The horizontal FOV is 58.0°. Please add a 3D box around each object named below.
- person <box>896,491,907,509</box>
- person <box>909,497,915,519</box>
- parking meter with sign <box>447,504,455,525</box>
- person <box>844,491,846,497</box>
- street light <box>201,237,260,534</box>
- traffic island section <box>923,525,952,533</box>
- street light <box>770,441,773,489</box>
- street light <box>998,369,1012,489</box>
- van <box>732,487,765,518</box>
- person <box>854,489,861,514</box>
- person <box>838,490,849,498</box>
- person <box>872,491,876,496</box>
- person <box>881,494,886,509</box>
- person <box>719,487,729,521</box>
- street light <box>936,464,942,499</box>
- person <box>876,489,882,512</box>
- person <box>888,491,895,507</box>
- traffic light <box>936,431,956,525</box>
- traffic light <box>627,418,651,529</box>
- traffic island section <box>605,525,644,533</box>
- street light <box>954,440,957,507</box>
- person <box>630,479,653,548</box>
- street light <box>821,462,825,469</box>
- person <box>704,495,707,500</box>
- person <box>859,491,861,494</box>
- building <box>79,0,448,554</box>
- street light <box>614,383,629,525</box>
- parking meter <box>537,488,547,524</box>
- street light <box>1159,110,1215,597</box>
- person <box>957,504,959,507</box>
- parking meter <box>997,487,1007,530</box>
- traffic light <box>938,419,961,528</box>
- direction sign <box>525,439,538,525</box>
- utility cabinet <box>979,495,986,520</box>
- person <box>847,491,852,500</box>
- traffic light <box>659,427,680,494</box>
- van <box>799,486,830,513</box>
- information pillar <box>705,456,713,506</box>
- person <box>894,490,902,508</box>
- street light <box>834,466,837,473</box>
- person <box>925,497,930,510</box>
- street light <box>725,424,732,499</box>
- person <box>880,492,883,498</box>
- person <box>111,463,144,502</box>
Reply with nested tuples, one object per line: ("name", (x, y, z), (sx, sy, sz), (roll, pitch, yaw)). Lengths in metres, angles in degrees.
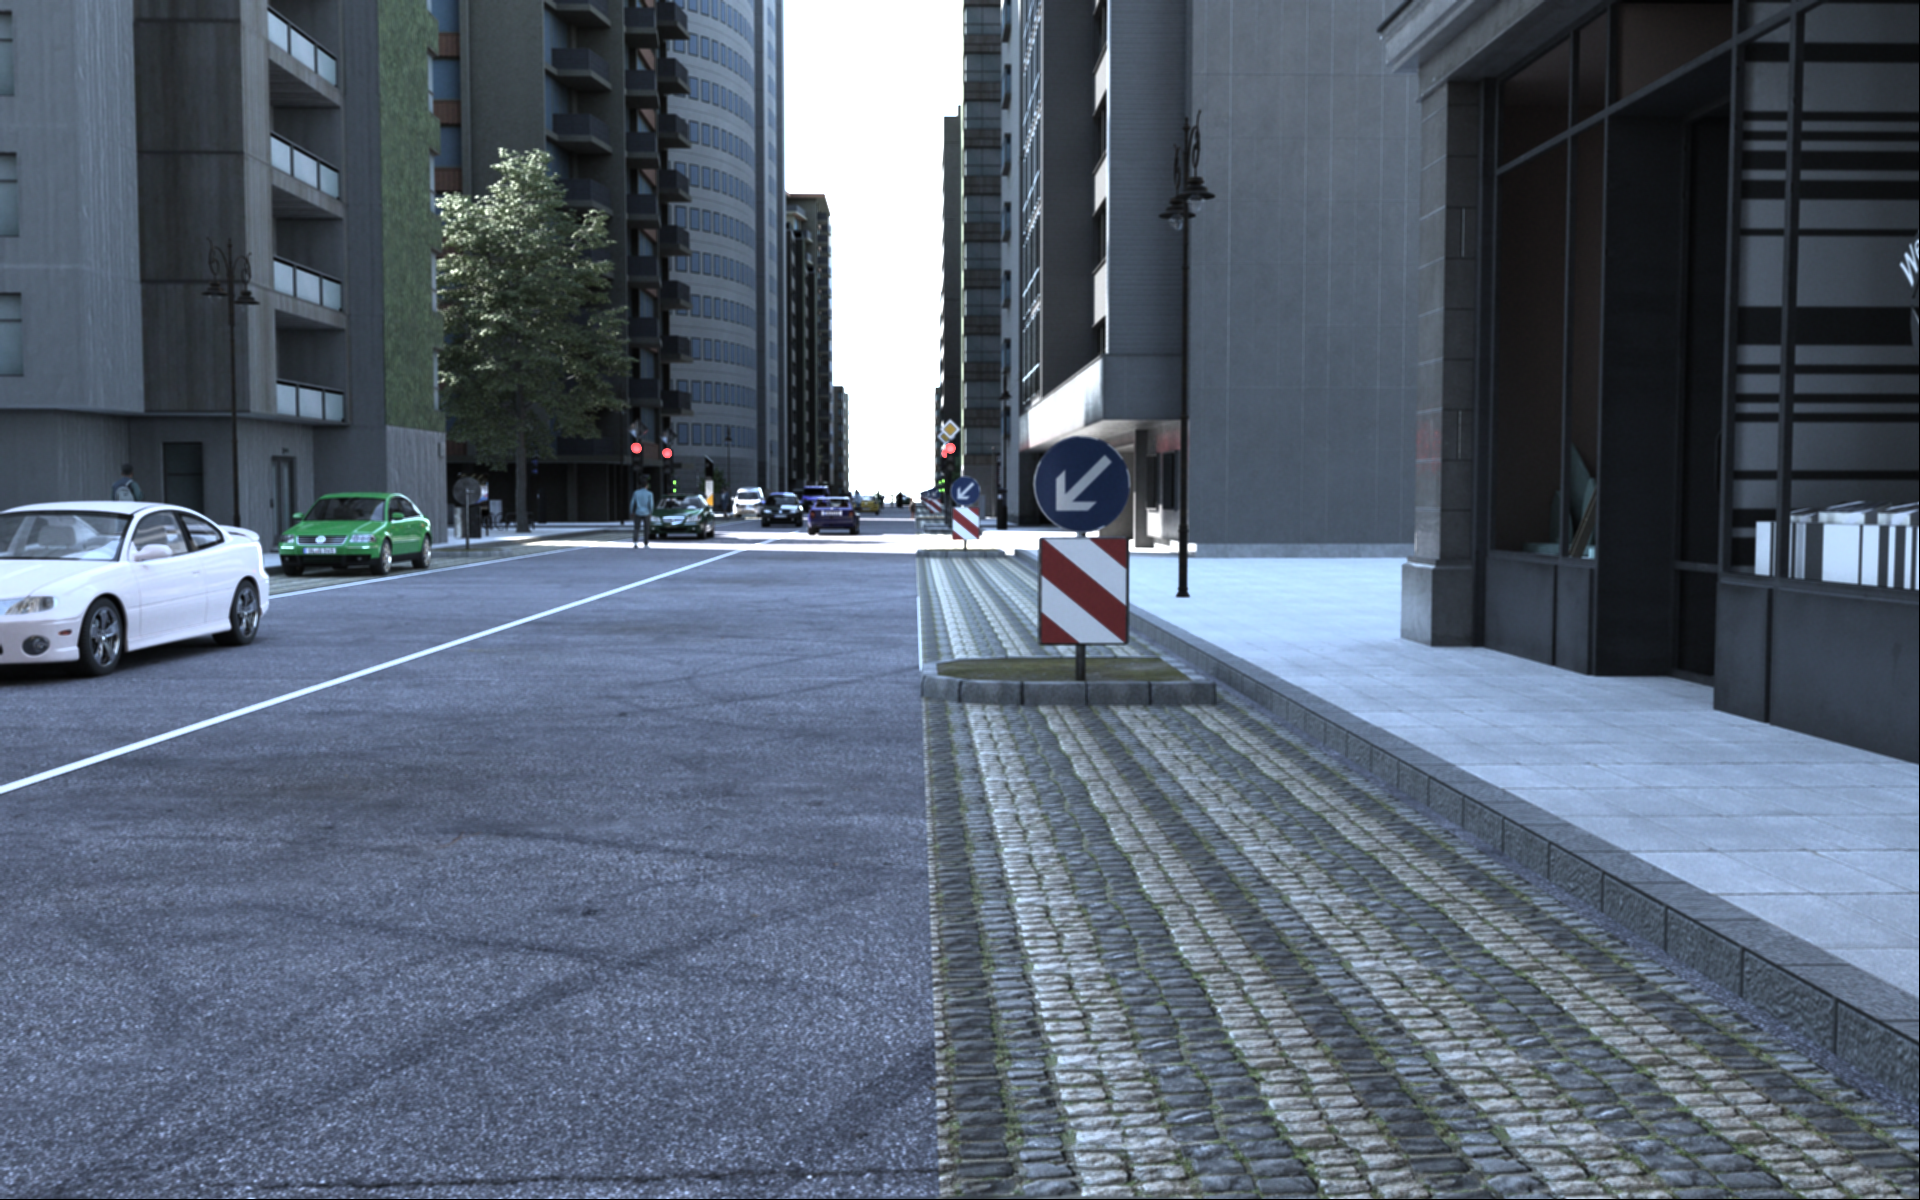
("person", (-5.633, -9.642, 166.668), (1.217, 1.766, 0.721), (2, 4, 28))
("person", (-2.721, -5.249, 98.989), (0.362, 1.253, 0.373), (3, 4, 39))
("parking meter with sign", (-21.767, -4.603, 71.526), (1.738, 3.016, 0.543), (0, 3, 0))
("person", (-11.771, -10.140, 174.963), (0.551, 1.740, 0.621), (-1, 4, -13))
("street light", (-13.177, -3.586, 31.424), (0.468, 5.910, 1.993), (0, 4, -2))
("traffic island section", (-0.343, -2.598, 64.750), (2.009, 0.180, 2.903), (0, 4, -2))
("street light", (-16.326, -10.787, 149.160), (0.468, 5.910, 1.993), (0, 4, -2))
("street light", (1.662, -5.581, 64.042), (0.468, 5.910, 1.993), (0, 4, -2))
("van", (-12.851, -6.023, 105.486), (2.013, 2.044, 4.112), (0, 4, -3))
("person", (-6.631, -6.324, 112.158), (0.793, 1.790, 0.793), (0, 4, 0))
("person", (-11.435, -9.875, 169.582), (1.348, 1.869, 0.705), (0, 4, 5))
("person", (-9.073, -10.674, 183.163), (1.348, 1.807, 0.705), (0, 4, 3))
("person", (-7.424, -9.538, 167.671), (0.421, 1.427, 0.697), (2, 4, 27))
("person", (-12.389, -5.070, 91.414), (0.581, 1.822, 0.654), (3, 5, 45))
("street light", (-2.598, -15.325, 223.357), (0.468, 5.910, 1.993), (0, 4, -2))
("person", (-6.249, -7.579, 132.662), (0.529, 1.795, 0.600), (1, 4, 20))
("person", (-7.312, -10.924, 187.625), (1.217, 1.766, 0.721), (-3, 4, -38))
("traffic light", (-0.595, -5.119, 72.617), (0.839, 4.253, 0.868), (0, 4, -2))
("traffic light", (-11.940, -4.611, 64.314), (0.839, 4.253, 0.868), (0, 4, -2))
("traffic island section", (-11.980, -2.579, 64.447), (2.009, 0.180, 2.903), (0, 4, -2))
("street light", (-0.479, -10.670, 147.250), (0.468, 5.910, 1.993), (0, 4, -2))
("person", (-8.506, -2.306, 46.226), (0.660, 1.820, 0.620), (0, 4, 1))
("street light", (-18.338, -15.862, 232.134), (0.468, 5.910, 1.993), (0, 4, -2))
("person", (-14.765, -5.432, 99.872), (0.382, 1.210, 0.505), (-2, 4, -26))
("person", (-10.224, -10.181, 175.635), (0.551, 1.740, 0.621), (-1, 4, -8))
("building", (-20.321, -21.635, 37.329), (14.154, 41.232, 14.086), (0, 4, -2))
("street light", (-14.170, -6.098, 72.487), (0.468, 5.910, 1.993), (0, 4, -2))
("parking meter", (-18.177, -4.093, 75.330), (0.372, 1.533, 0.369), (0, 3, 0))
("street light", (2.777, -2.973, 21.397), (0.468, 5.910, 1.993), (0, 4, -2))
("person", (-0.047, -7.137, 122.926), (0.583, 1.804, 0.606), (2, 4, 25))
("parking meter", (1.524, -3.324, 62.766), (0.372, 1.533, 0.369), (0, 3, 0))
("traffic light", (-0.383, -4.631, 64.635), (0.839, 4.253, 0.868), (0, 4, -2))
("direction sign", (-17.848, -4.875, 71.705), (0.379, 3.537, 0.876), (3, 5, 44))
("utility cabinet", (1.087, -4.579, 86.030), (0.306, 1.237, 1.020), (0, 4, -3))
("person", (-12.395, -11.276, 193.310), (0.683, 1.767, 0.568), (0, 4, -5))
("traffic light", (-12.152, -5.099, 72.296), (0.839, 4.253, 0.868), (0, 4, -2))
("van", (-11.115, -7.887, 133.333), (2.240, 2.365, 5.245), (0, 3, 0))
("information pillar", (-15.349, -7.010, 105.966), (0.504, 3.616, 0.183), (0, 4, 8))
("person", (-6.378, -10.788, 184.816), (1.348, 1.831, 0.705), (1, 4, 10))
("street light", (-19.651, -18.434, 274.185), (0.468, 5.910, 1.993), (0, 4, -2))
("person", (-2.642, -8.854, 153.242), (0.705, 1.826, 1.348), (-2, 4, -33))
("street light", (-15.323, -8.686, 114.802), (0.468, 5.910, 1.993), (0, 4, -2))
("person", (-12.406, -16.035, 271.480), (0.742, 1.727, 0.445), (-2, 4, -28))
("person", (-14.698, -1.497, 30.509), (0.794, 1.824, 0.713), (2, 4, 31))
